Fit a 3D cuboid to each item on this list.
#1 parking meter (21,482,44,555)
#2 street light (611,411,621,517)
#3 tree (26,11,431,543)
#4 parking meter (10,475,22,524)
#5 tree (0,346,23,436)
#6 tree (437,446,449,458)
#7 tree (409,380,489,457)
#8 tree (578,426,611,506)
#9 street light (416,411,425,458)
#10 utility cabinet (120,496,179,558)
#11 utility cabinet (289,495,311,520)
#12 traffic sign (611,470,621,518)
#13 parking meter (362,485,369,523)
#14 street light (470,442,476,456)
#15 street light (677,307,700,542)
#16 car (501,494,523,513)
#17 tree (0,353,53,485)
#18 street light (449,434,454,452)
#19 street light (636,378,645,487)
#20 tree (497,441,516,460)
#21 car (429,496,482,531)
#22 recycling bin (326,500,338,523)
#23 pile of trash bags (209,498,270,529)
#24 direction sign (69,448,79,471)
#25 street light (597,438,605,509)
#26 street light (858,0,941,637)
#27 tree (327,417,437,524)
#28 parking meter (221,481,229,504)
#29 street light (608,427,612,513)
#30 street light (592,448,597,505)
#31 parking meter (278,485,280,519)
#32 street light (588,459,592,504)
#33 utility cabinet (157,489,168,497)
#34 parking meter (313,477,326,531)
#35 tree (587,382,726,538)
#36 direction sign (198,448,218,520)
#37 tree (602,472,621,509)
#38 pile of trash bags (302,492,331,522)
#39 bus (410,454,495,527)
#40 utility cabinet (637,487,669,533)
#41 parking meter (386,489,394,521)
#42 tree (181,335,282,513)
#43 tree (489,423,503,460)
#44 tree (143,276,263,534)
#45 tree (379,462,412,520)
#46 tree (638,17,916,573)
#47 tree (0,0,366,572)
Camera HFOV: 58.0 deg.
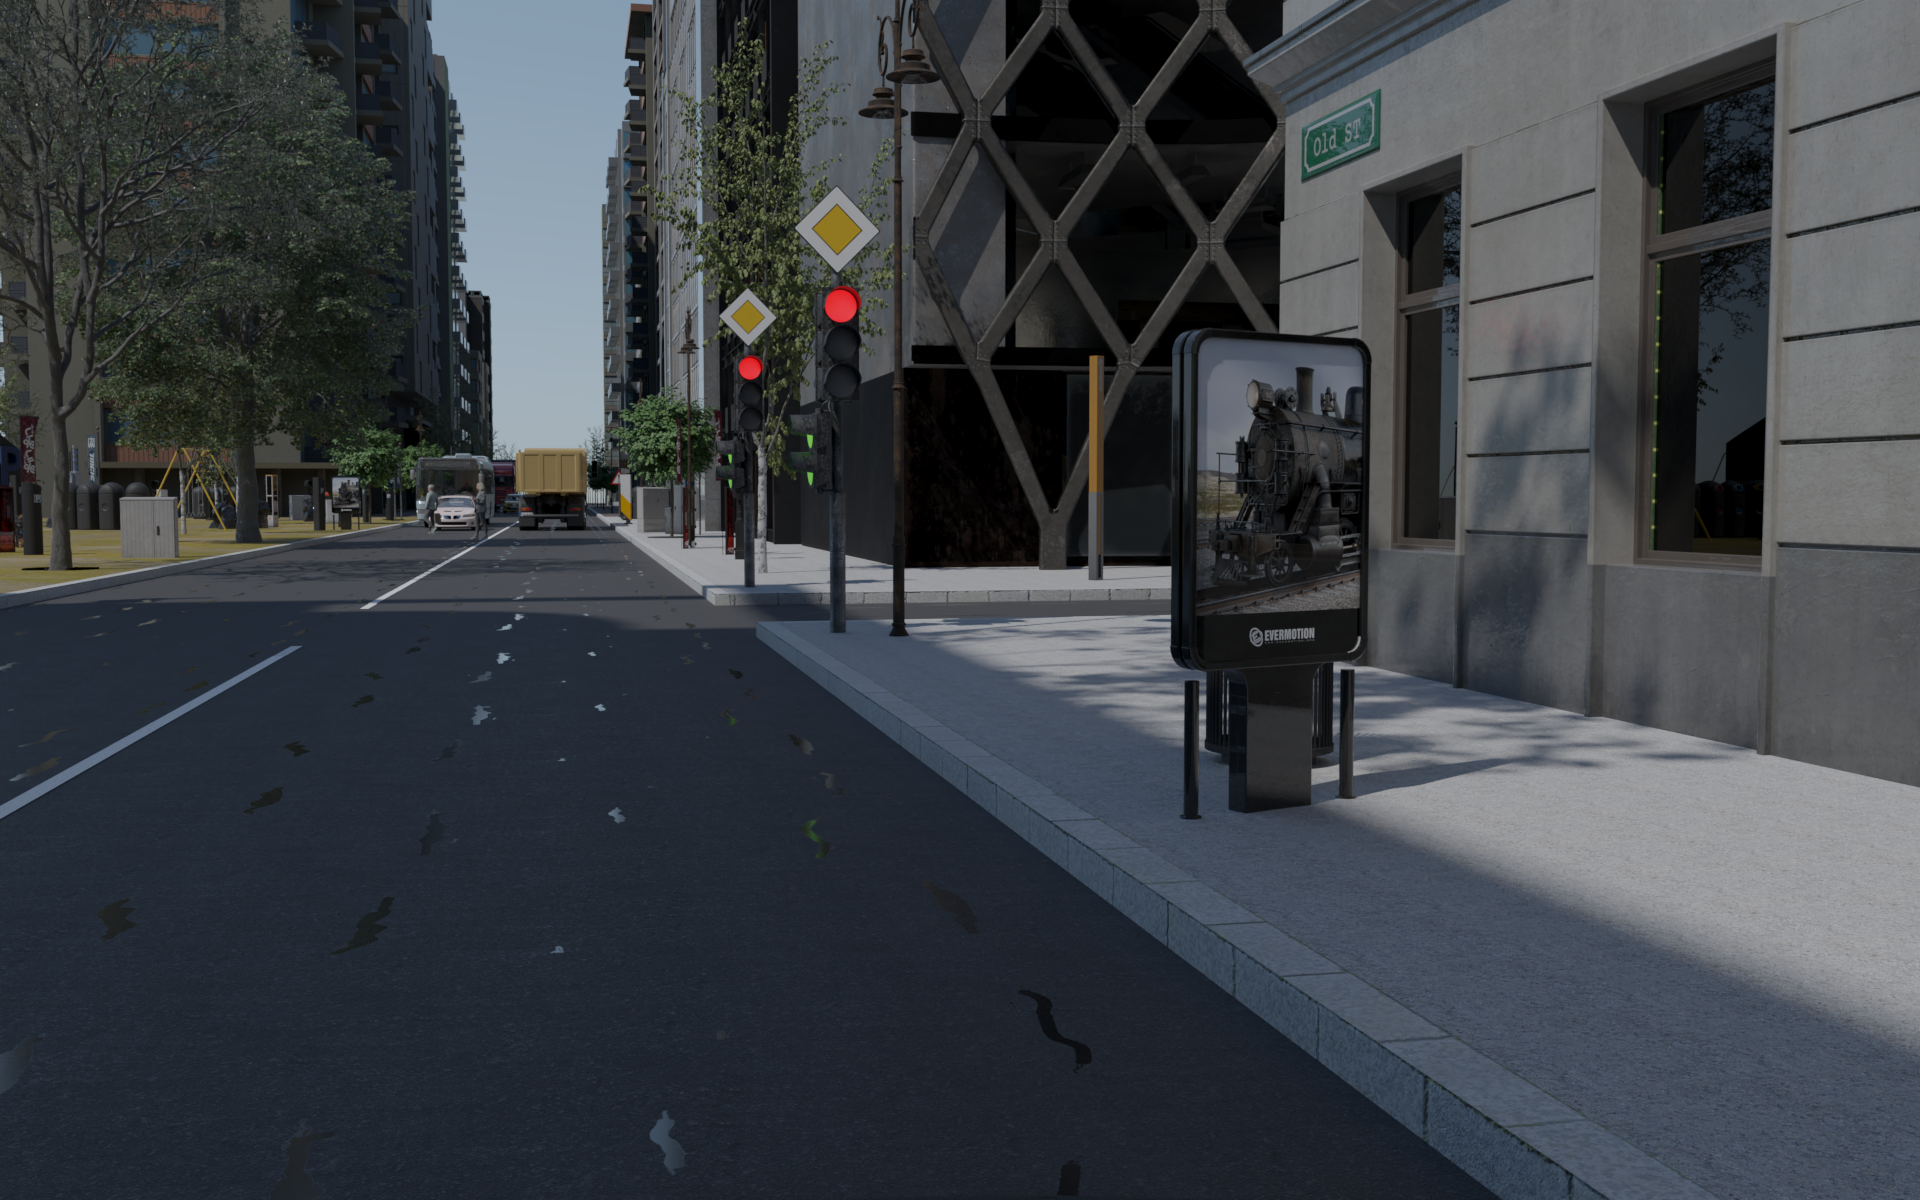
[{"bbox_3d":[-19.531,-1.716,36.470,0.372,1.533,0.369,0,3,0],"label":"parking meter"},{"bbox_3d":[-18.881,-7.535,95.988,0.468,5.910,1.993,-1,4,-13],"label":"street light"},{"bbox_3d":[-18.961,-8.490,45.460,9.857,13.997,8.962,0,3,0],"label":"tree"},{"bbox_3d":[-29.345,-2.953,53.992,0.255,1.863,0.399,1,4,17],"label":"parking meter"},{"bbox_3d":[-43.979,-7.662,75.631,4.737,8.622,4.395,0,3,0],"label":"tree"},{"bbox_3d":[-31.235,-7.181,101.125,4.285,4.588,4.351,0,3,0],"label":"tree"},{"bbox_3d":[-33.482,-9.918,112.515,4.360,8.622,3.978,0,3,0],"label":"tree"},{"bbox_3d":[-38.419,-14.154,181.786,4.737,8.622,4.395,0,3,0],"label":"tree"},{"bbox_3d":[-29.968,-7.557,96.352,0.468,5.910,1.993,-1,4,-13],"label":"street light"},{"bbox_3d":[-16.289,-1.446,34.808,1.020,1.237,0.306,-1,4,-10],"label":"utility cabinet"},{"bbox_3d":[-32.516,-4.539,85.377,0.306,1.237,1.020,3,5,40],"label":"utility cabinet"},{"bbox_3d":[-18.644,-5.794,94.740,0.884,2.594,0.081,0,4,-5],"label":"traffic sign"},{"bbox_3d":[-26.791,-4.433,78.188,0.255,1.863,0.399,-3,5,-41],"label":"parking meter"},{"bbox_3d":[-42.200,-10.840,150.021,0.468,5.910,1.993,-1,4,-13],"label":"street light"},{"bbox_3d":[-6.694,-4.282,42.806,0.468,5.910,1.993,-1,4,-13],"label":"street light"},{"bbox_3d":[-33.281,-7.298,129.539,2.015,1.641,3.980,-1,4,-13],"label":"car"},{"bbox_3d":[-47.726,-8.347,86.835,4.360,8.622,3.978,0,3,0],"label":"tree"},{"bbox_3d":[-36.052,-9.190,123.042,0.468,5.910,1.993,-1,4,-13],"label":"street light"},{"bbox_3d":[-12.742,-5.898,69.227,0.468,5.910,1.993,-1,4,-13],"label":"street light"},{"bbox_3d":[-63.126,-17.864,242.437,4.737,8.622,4.395,0,3,0],"label":"tree"},{"bbox_3d":[-20.107,-3.469,69.084,2.083,1.381,4.827,-1,4,-13],"label":"car"},{"bbox_3d":[-28.106,-3.995,77.872,0.722,1.027,0.722,-1,4,-17],"label":"recycling bin"},{"bbox_3d":[-26.546,-3.322,64.073,1.912,1.369,3.447,-2,4,-33],"label":"pile of trash bags"},{"bbox_3d":[-44.175,-5.752,86.046,0.876,3.537,0.379,1,4,9],"label":"direction sign"},{"bbox_3d":[-29.664,-10.468,143.935,0.468,5.910,1.993,-1,4,-13],"label":"street light"},{"bbox_3d":[-0.553,-2.612,15.491,0.468,5.910,1.993,-1,4,-13],"label":"street light"},{"bbox_3d":[-25.422,-5.539,74.280,4.285,4.588,4.351,0,3,0],"label":"tree"},{"bbox_3d":[-33.544,-4.486,79.061,0.255,1.863,0.399,-2,4,-33],"label":"parking meter"},{"bbox_3d":[-23.491,-8.805,116.753,0.468,5.910,1.993,-1,4,-13],"label":"street light"},{"bbox_3d":[-35.898,-12.144,171.344,0.468,5.910,1.993,-1,4,-13],"label":"street light"},{"bbox_3d":[-35.743,-5.180,90.410,0.255,1.863,0.399,3,5,39],"label":"parking meter"},{"bbox_3d":[-42.245,-13.842,199.098,0.468,5.910,1.993,-1,4,-13],"label":"street light"},{"bbox_3d":[-37.781,-4.489,82.077,0.318,1.500,1.173,-2,4,-34],"label":"utility cabinet"},{"bbox_3d":[-22.442,-3.362,60.676,0.255,1.863,0.399,1,4,14],"label":"parking meter"},{"bbox_3d":[-8.548,-4.102,50.782,4.285,4.588,4.351,0,3,0],"label":"tree"},{"bbox_3d":[-36.700,-5.664,84.606,0.876,3.537,0.379,-1,4,-8],"label":"direction sign"},{"bbox_3d":[-29.467,-9.371,147.810,1.663,3.219,1.824,0,3,0],"label":"tree"},{"bbox_3d":[-30.145,-4.423,82.066,1.912,1.369,3.447,-1,4,-18],"label":"pile of trash bags"},{"bbox_3d":[-22.832,-5.127,78.678,2.948,3.499,13.247,-1,4,-12],"label":"bus"},{"bbox_3d":[-10.133,-2.969,57.224,0.318,1.500,1.173,2,4,35],"label":"utility cabinet"},{"bbox_3d":[-27.627,-4.618,83.912,0.372,1.533,0.369,0,3,0],"label":"parking meter"},{"bbox_3d":[-30.157,-7.447,72.122,4.737,8.622,4.395,0,3,0],"label":"tree"},{"bbox_3d":[-46.961,-13.437,170.064,4.360,8.622,3.978,0,3,0],"label":"tree"},{"bbox_3d":[-24.657,-6.419,55.310,4.360,8.622,3.978,0,3,0],"label":"tree"},{"bbox_3d":[-28.051,-5.570,85.668,1.663,3.219,1.824,0,3,0],"label":"tree"},{"bbox_3d":[-2.973,-4.743,27.912,4.737,8.622,4.395,0,3,0],"label":"tree"},{"bbox_3d":[-15.024,-7.247,28.863,12.009,13.543,11.850,0,3,0],"label":"tree"}]
